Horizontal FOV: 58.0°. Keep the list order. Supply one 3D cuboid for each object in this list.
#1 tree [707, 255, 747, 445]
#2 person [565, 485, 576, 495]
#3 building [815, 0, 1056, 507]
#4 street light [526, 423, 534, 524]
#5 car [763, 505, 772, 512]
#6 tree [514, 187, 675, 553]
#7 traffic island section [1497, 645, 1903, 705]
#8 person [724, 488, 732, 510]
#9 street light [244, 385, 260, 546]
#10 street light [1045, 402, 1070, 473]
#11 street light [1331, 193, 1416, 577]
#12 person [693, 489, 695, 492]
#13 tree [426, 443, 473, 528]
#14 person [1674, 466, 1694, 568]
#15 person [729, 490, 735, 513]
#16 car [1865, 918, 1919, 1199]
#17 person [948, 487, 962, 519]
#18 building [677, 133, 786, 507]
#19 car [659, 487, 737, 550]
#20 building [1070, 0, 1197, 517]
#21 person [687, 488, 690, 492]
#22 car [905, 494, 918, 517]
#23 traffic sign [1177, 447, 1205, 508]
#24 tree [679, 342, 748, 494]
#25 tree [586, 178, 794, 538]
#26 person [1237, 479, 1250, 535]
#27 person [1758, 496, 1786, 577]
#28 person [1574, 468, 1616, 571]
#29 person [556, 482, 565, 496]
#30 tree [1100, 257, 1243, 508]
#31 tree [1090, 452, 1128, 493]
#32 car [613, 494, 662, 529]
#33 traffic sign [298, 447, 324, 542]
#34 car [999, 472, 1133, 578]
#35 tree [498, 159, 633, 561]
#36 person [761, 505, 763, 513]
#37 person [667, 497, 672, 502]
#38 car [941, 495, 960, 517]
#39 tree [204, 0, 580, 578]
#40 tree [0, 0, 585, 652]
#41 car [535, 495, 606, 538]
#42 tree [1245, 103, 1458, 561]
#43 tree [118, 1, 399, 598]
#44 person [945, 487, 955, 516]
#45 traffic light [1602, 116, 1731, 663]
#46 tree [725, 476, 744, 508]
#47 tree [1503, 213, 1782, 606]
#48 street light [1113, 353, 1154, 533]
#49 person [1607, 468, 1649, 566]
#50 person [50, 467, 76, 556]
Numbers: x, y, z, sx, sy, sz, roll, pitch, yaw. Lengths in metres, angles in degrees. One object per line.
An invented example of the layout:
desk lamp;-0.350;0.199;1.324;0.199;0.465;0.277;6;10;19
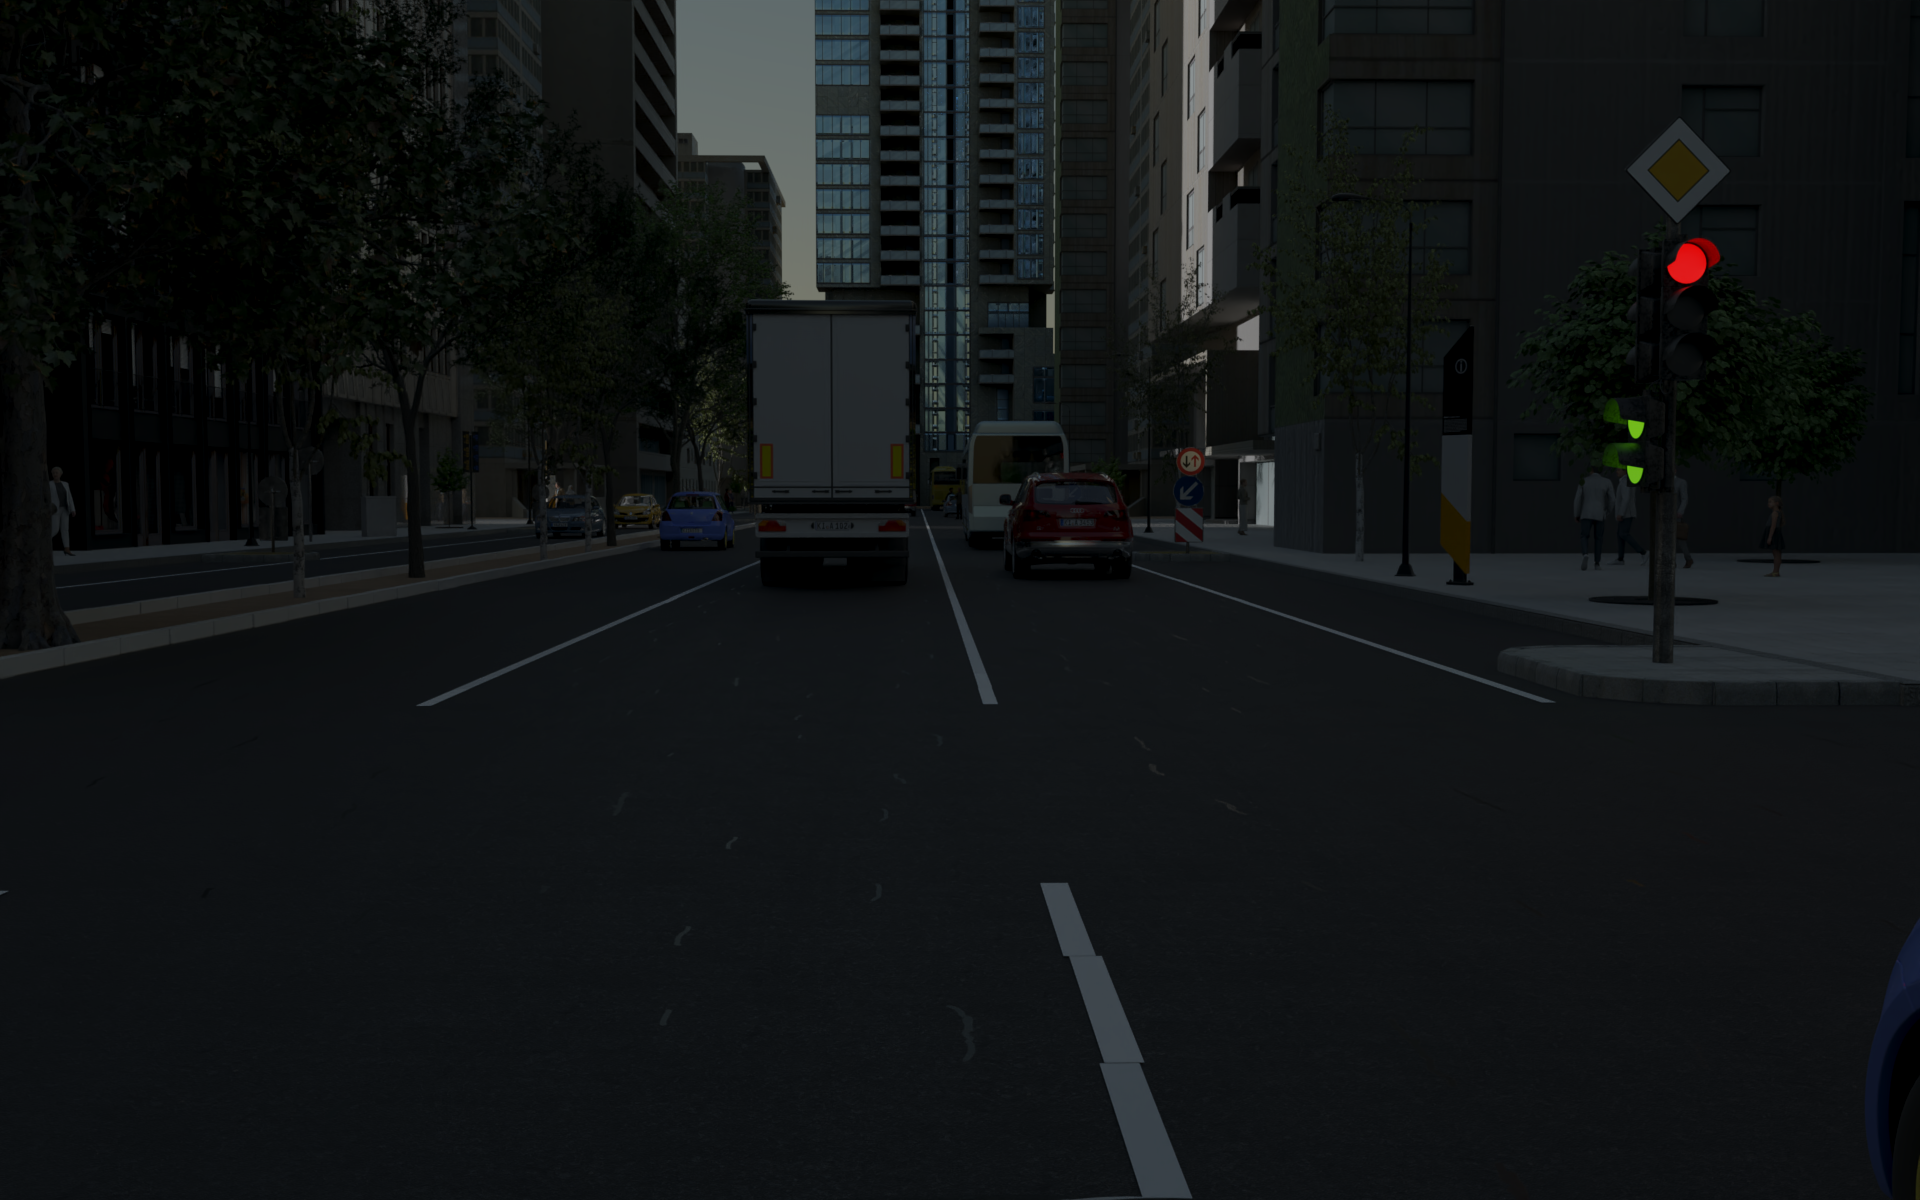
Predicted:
tree;-9.506;-6.759;47.385;8.767;10.594;7.601;0;4;-1
person;-19.999;-5.047;89.296;0.721;1.736;1.217;2;4;33
building;-3.269;-53.209;182.631;31.000;86.520;22.319;0;4;-1
street light;-17.643;-6.150;73.091;1.470;5.913;1.316;0;4;-1
car;-15.061;-7.992;140.449;2.009;1.686;4.222;0;4;-2
tree;-8.905;-5.416;41.369;4.360;8.622;3.978;0;3;0
traffic island section;5.372;0.556;13.187;2.009;0.180;2.903;0;4;-1
person;-16.436;-6.972;122.458;0.705;1.831;1.348;-2;4;-28
street light;-16.905;-4.278;42.491;1.470;5.913;1.316;0;4;-1
street light;4.980;-7.023;87.367;1.470;5.913;1.316;0;4;-1
street light;6.426;-3.325;26.906;1.470;5.913;1.316;0;4;-1
person;-16.048;-5.828;104.310;1.217;1.766;0.721;0;4;5
tree;-19.248;-4.294;64.816;1.663;3.219;1.824;0;3;0
person;12.309;-1.453;29.920;0.853;1.813;0.709;-2;4;-32
person;-16.796;-7.210;126.906;0.617;1.759;0.750;-1;4;-12
car;2.417;0.493;1.526;1.945;1.707;3.694;0;4;-1
person;-0.053;-5.464;97.980;1.348;1.807;0.705;-2;4;-33
building;-31.699;-30.396;188.858;23.993;40.220;32.217;0;4;-1
car;-6.846;-2.186;45.340;1.945;1.707;3.694;0;4;-3
building;23.163;-25.221;104.252;32.217;40.220;23.993;0;4;-1
person;-20.192;-7.433;128.300;0.721;1.736;1.217;0;4;-7
car;-3.852;-6.312;111.880;2.281;1.827;5.304;0;4;-1
traffic sign;6.275;-2.878;47.157;0.768;2.556;0.104;0;4;6
tree;-10.348;-7.428;74.264;4.737;8.622;4.395;0;3;0
tree;-9.193;-7.829;56.211;9.928;11.665;9.643;0;3;0
person;8.845;-2.892;53.869;0.362;1.759;0.519;-1;4;-9
person;12.550;-0.981;26.753;0.373;1.253;0.362;2;4;34
person;10.674;-1.422;29.134;0.661;1.843;0.795;1;4;20
person;-18.697;-4.578;80.809;0.656;1.842;0.836;0;4;5
tree;6.497;-6.294;53.270;4.360;8.622;3.978;0;3;0
tree;6.982;-5.173;79.186;1.663;3.219;1.824;0;3;0
car;-13.571;-3.825;72.756;2.015;1.641;3.980;0;4;-3
traffic sign;-17.439;-2.835;46.454;0.768;2.556;0.104;0;4;-1
car;1.870;-1.365;30.996;2.281;1.827;5.304;0;4;-1
tree;-8.686;-5.079;35.857;4.737;8.622;4.395;0;3;0
person;-10.903;-5.266;94.589;1.348;1.826;0.705;2;4;35
person;-16.361;-5.637;100.661;1.348;1.824;0.705;0;4;-5
car;-0.138;-5.828;107.296;2.014;1.417;4.499;0;4;-1
tree;-9.236;-5.667;29.524;8.767;10.594;7.601;0;4;-1
tree;-8.722;-5.901;15.950;9.611;12.733;9.660;0;3;0
car;-12.913;-2.791;57.628;2.014;1.417;4.499;0;4;-2
tree;7.517;-5.029;32.582;4.737;8.622;4.395;0;3;0
tree;-9.038;-4.313;23.329;4.737;8.622;4.395;0;3;0
person;-0.569;-6.510;114.562;1.348;1.869;0.705;-3;5;-44
traffic light;5.332;-1.477;13.072;0.839;4.253;0.868;0;4;-1
tree;-20.513;-10.056;159.016;1.663;3.219;1.824;0;3;0
tree;8.201;-2.252;20.534;4.285;4.588;4.351;0;3;0
street light;5.712;-5.179;57.211;1.470;5.913;1.316;0;4;-1
person;12.054;-1.545;31.150;0.795;1.843;0.661;2;4;32
person;-18.765;-1.836;35.944;0.818;1.842;0.514;1;4;12
